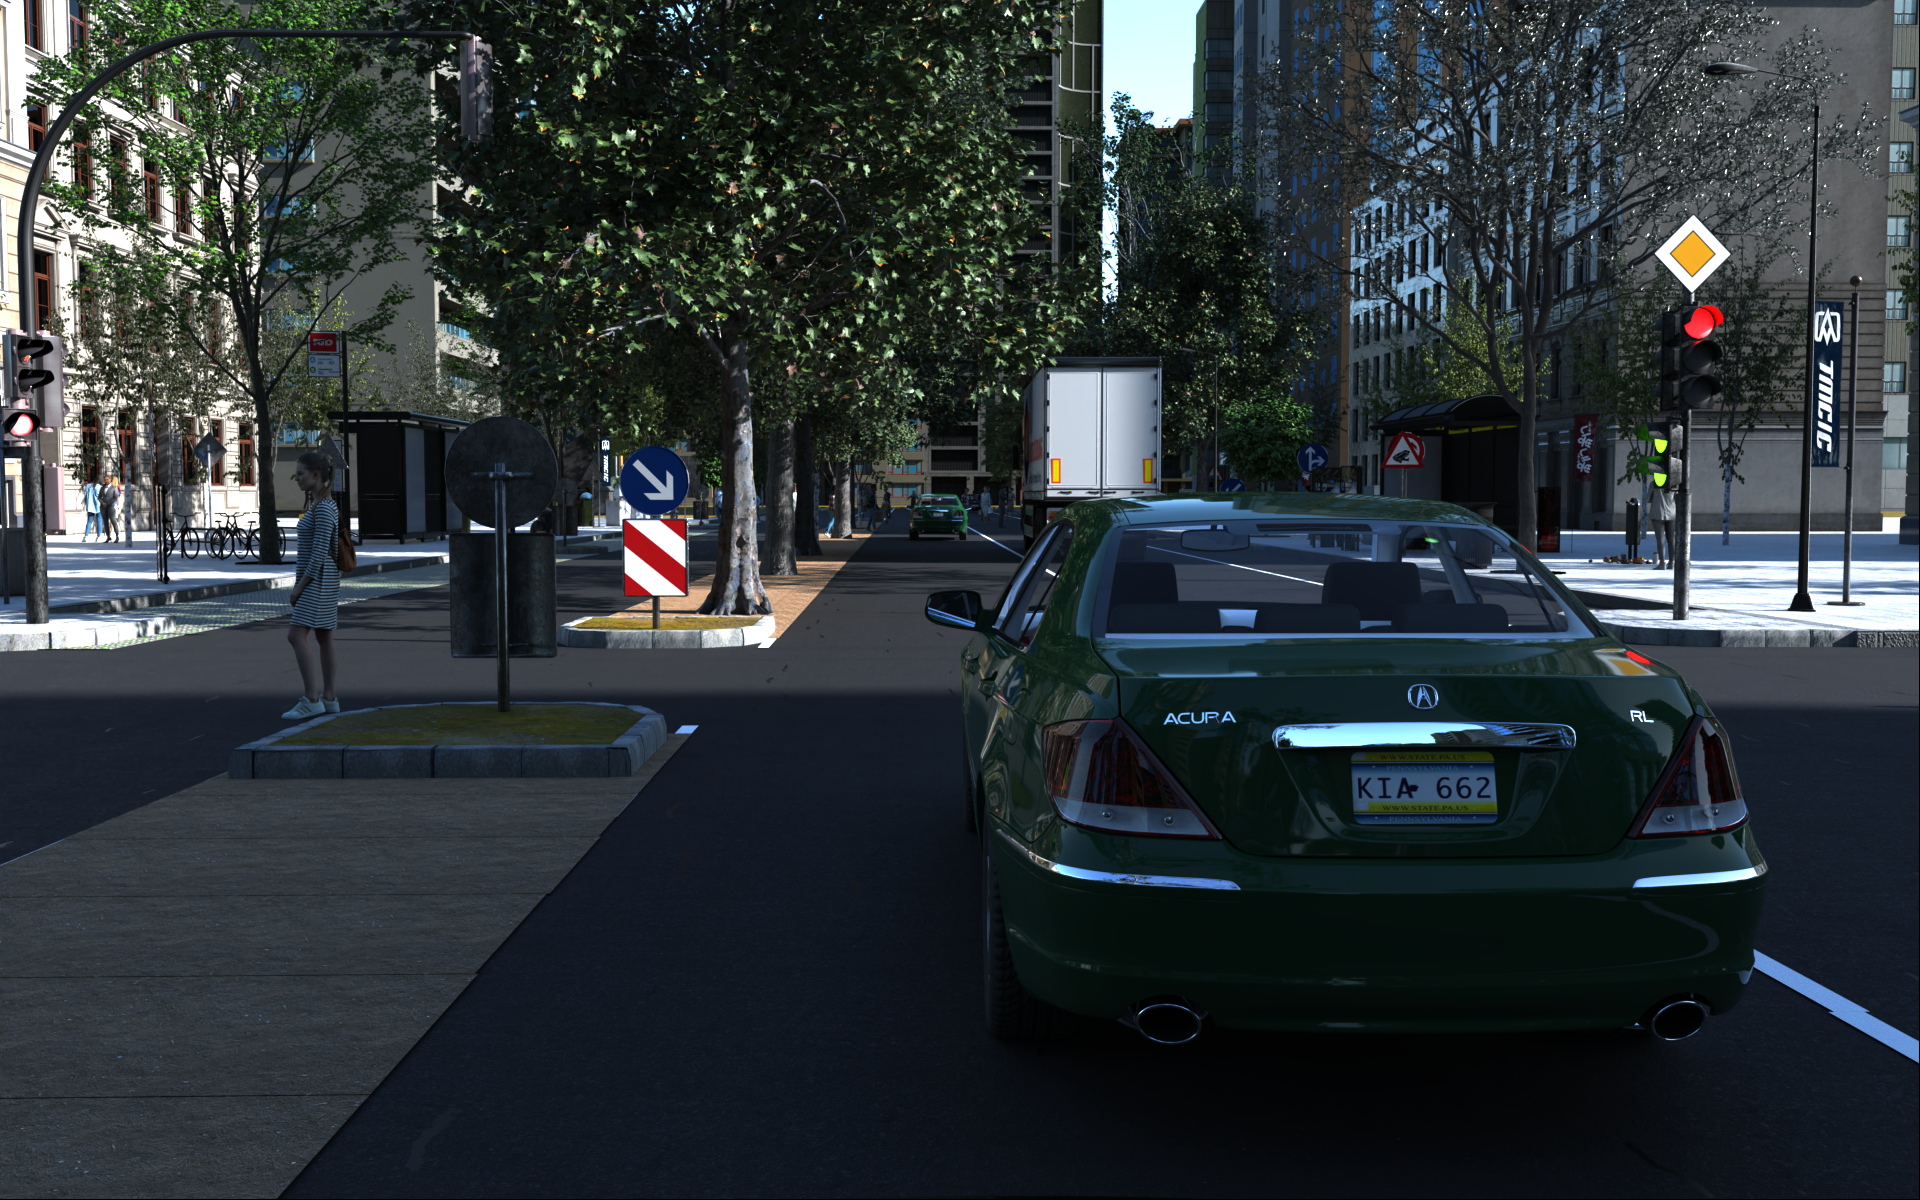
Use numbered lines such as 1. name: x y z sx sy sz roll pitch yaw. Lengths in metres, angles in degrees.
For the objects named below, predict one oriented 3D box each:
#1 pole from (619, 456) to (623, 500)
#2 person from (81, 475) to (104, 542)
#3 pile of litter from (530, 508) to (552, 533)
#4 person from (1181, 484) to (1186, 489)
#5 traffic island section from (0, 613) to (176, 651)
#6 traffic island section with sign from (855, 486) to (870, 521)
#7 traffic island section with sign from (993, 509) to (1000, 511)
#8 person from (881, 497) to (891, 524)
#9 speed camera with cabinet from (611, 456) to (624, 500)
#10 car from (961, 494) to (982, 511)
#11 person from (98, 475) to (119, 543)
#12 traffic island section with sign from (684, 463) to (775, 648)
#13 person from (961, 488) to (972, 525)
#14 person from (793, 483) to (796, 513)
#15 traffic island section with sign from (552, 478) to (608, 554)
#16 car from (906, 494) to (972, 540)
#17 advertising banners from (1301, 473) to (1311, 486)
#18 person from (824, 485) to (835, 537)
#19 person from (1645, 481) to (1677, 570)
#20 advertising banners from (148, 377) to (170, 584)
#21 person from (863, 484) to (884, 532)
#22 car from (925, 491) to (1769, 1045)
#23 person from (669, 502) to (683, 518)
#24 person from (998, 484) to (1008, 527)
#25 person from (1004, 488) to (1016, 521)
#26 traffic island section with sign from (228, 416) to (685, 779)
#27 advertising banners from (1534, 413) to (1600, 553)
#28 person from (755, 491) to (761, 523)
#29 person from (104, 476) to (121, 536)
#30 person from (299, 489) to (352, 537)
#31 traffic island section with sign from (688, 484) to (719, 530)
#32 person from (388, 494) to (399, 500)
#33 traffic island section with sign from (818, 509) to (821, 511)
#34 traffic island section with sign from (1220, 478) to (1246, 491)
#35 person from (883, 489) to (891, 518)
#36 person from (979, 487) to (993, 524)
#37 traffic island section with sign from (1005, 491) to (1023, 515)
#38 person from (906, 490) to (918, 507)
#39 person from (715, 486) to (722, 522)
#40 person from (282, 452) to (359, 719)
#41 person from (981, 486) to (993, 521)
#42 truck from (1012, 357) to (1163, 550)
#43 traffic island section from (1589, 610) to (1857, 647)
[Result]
1. pole: -17.966 -5.994 91.842 0.158 3.312 0.155 0 3 0
2. person: -23.231 -2.456 46.466 0.793 1.790 0.793 3 5 44
3. pile of litter: -13.040 -2.538 55.459 1.719 0.858 1.176 -2 4 -35
4. person: 11.253 -4.979 87.671 0.641 1.798 0.478 3 4 38
5. traffic island section: -9.163 0.313 17.171 2.009 0.180 2.903 0 4 -2
6. traffic island section with sign: -5.167 -5.137 92.119 2.006 1.907 1.989 0 4 -2
7. traffic island section with sign: 3.494 -8.429 146.442 1.989 1.847 2.006 0 4 -2
8. person: -3.555 -4.300 83.071 0.475 1.303 0.640 -2 4 -27
9. speed camera with cabinet: -17.303 -5.869 90.293 2.038 3.252 0.660 3 4 36
10. car: 1.085 -7.505 132.497 2.009 1.686 4.222 0 4 -1
11. person: -22.392 -2.397 45.512 0.520 1.790 0.573 -1 4 -18
12. traffic island section with sign: -2.898 -0.543 17.015 2.006 1.907 1.989 0 4 -2
13. person: 0.220 -4.358 80.583 0.643 1.720 0.563 2 4 32
14. person: -5.171 -2.699 53.118 0.515 1.767 0.782 2 4 29
15. traffic island section with sign: -9.584 -2.029 41.810 1.989 1.847 2.006 0 4 -2
16. car: -0.681 -2.658 55.261 2.131 1.459 4.920 0 4 0
17. advertising banners: 11.904 -3.692 56.553 0.090 3.025 2.074 -3 5 -43
18. person: -4.229 -2.939 57.388 0.643 1.720 0.563 -1 4 -15
19. person: 11.906 -1.419 29.425 0.537 1.800 0.526 1 4 9
20. advertising banners: -11.767 -1.788 25.414 0.090 3.025 2.074 -2 4 -29
21. person: -3.257 -3.478 65.352 0.713 1.824 0.794 2 4 30
22. car: 0.942 0.355 5.995 2.131 1.459 4.920 0 4 -1
23. person: -9.405 -2.975 57.340 0.583 1.804 0.606 -2 4 -25
24. person: 1.870 -4.049 74.513 0.447 1.846 0.655 0 4 -8
25. person: 2.663 -5.118 92.518 0.599 1.781 0.374 3 5 40
26. traffic island section with sign: -2.685 -0.090 9.611 2.006 1.907 1.989 0 4 -2
27. advertising banners: 12.892 -2.555 37.960 2.074 3.025 0.090 1 4 21
28. person: -10.093 -4.608 85.649 0.330 1.601 0.589 -2 4 -34
29. person: -26.150 -2.895 53.354 0.580 1.828 0.573 -2 4 -27
30. person: -18.285 -2.664 49.820 1.509 1.804 0.699 -3 5 -40
31. traffic island section with sign: -10.429 -3.742 69.816 1.989 1.847 2.006 0 4 -2
32. person: -27.319 -4.737 83.463 0.822 1.834 0.622 1 4 19
33. traffic island section with sign: -12.715 -8.406 146.072 1.989 1.847 2.006 0 4 -2
34. traffic island section with sign: 6.596 -2.128 43.419 1.989 1.847 2.006 0 4 -2
35. person: -4.319 -5.666 101.585 0.683 1.767 0.568 3 5 43
36. person: 1.253 -4.503 82.473 0.694 1.780 0.624 3 4 36
37. traffic island section with sign: 4.314 -6.781 119.499 1.989 1.847 2.006 0 4 -2
38. person: -3.646 -7.608 133.628 1.217 1.736 0.721 -3 5 -42
39. person: -10.130 -3.948 73.314 0.793 1.790 0.793 0 4 -6
40. person: -4.185 -0.109 11.281 0.522 1.701 0.512 -2 4 -28
41. person: 1.415 -5.116 92.011 0.638 1.841 0.748 -2 4 -30
42. truck: 2.842 -3.189 41.061 2.839 4.237 11.283 0 4 -1
43. traffic island section: 7.371 0.283 17.662 2.009 0.180 2.903 0 4 -2
